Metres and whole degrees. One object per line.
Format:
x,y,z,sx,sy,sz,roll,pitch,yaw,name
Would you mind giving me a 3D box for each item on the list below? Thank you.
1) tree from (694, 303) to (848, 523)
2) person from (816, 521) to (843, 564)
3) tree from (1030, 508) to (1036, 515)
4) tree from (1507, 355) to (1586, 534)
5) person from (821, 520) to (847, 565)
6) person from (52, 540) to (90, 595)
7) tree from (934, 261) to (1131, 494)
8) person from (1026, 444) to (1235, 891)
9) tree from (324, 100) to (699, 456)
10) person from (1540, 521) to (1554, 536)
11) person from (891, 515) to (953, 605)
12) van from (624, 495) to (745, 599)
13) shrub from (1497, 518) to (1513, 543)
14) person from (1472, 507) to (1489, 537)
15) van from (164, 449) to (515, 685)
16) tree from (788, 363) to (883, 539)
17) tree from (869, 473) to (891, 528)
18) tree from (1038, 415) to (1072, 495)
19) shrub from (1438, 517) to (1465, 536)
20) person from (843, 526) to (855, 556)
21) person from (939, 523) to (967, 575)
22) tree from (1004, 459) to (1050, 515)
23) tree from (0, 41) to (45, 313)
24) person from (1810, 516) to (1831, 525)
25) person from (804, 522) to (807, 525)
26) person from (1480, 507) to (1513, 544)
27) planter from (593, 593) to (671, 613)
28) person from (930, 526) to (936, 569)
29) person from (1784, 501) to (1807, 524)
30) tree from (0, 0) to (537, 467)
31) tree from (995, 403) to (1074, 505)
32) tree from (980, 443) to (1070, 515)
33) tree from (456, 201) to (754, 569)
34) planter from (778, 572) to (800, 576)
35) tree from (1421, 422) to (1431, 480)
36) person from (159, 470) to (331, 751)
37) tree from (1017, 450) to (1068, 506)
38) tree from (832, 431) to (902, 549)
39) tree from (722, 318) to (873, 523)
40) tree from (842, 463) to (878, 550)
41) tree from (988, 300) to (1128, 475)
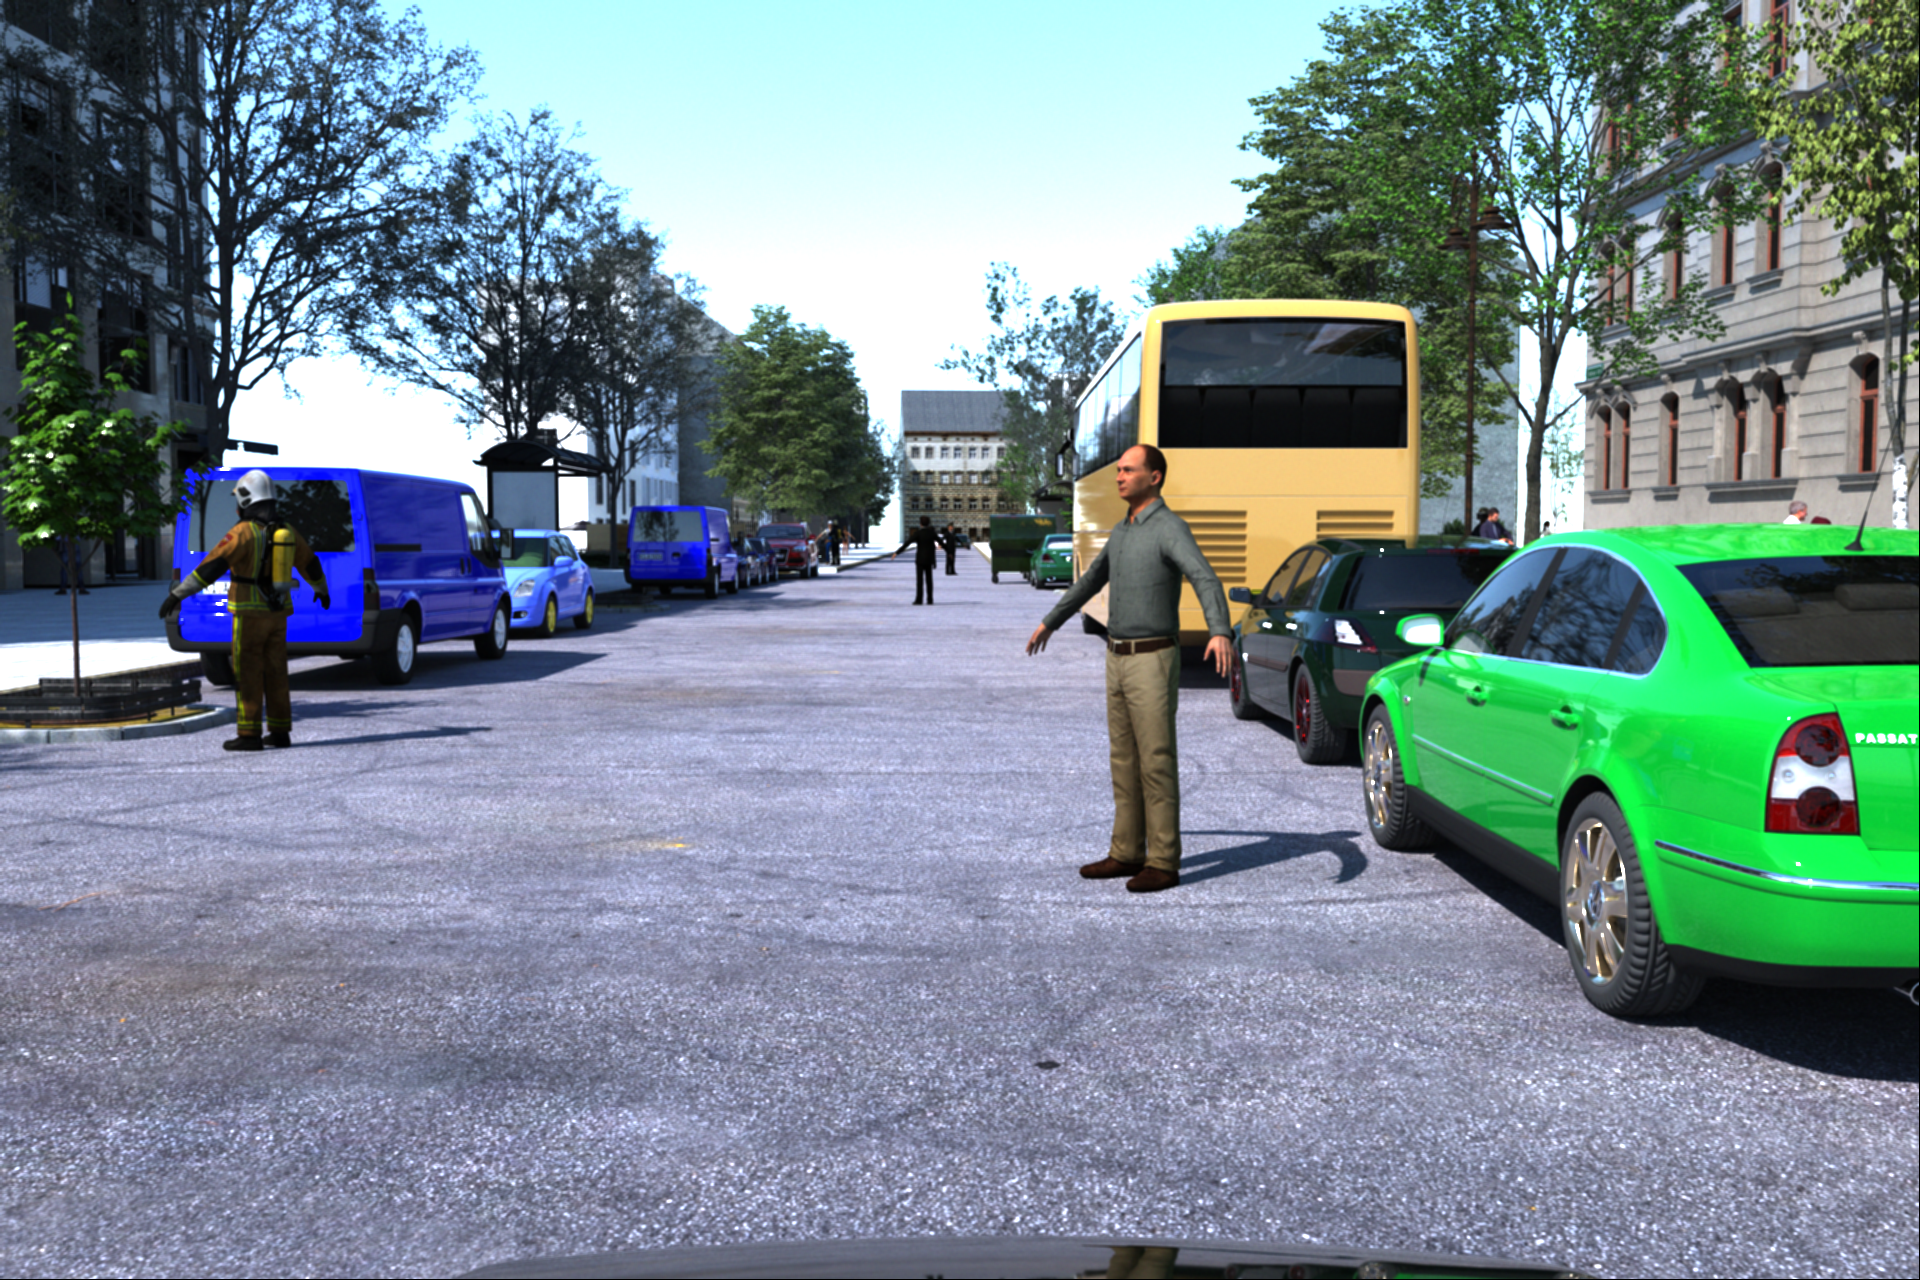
-9.265,-10.262,85.914,7.486,12.596,7.792,0,3,0,tree
-5.501,-4.141,73.565,1.347,1.847,0.705,0,4,-2,person
12.455,-19.036,261.600,4.737,8.622,4.395,0,3,0,tree
23.980,-7.341,70.393,4.360,8.622,3.978,0,3,0,tree
-5.124,-3.997,71.136,0.705,1.856,1.354,3,5,44,person
-18.844,-1.880,36.650,0.709,1.838,0.599,-3,4,-37,person
4.708,-16.260,121.746,12.611,20.169,13.585,0,3,0,tree
0.723,0.100,7.090,0.705,1.796,1.348,-2,4,-30,person
-12.606,-8.508,49.478,12.009,13.543,11.850,0,3,0,tree
19.715,-3.128,57.980,0.721,1.735,1.217,-2,4,-25,person
-0.733,-1.618,35.094,1.347,1.806,0.705,-2,4,-24,person
-6.272,-2.166,39.791,2.240,2.365,5.245,0,4,0,van
20.042,-3.752,65.382,1.661,2.075,1.752,0,3,0,shrub
11.041,-1.881,36.615,0.704,1.845,1.351,-2,4,-23,person
-6.192,-0.839,18.109,2.240,2.365,5.245,0,4,0,van
-8.951,-12.011,114.501,7.486,12.596,7.792,0,3,0,tree
-14.804,-21.664,260.857,9.857,13.997,8.962,0,3,0,tree
6.110,-9.615,107.566,4.360,8.622,3.978,0,3,0,tree
22.850,-4.639,79.885,1.661,2.075,1.752,0,3,0,shrub
-6.691,-5.812,101.825,1.217,1.733,0.721,2,4,29,person
-0.305,-3.185,60.472,0.705,1.837,1.347,3,5,44,person
6.450,-12.111,148.372,4.360,8.622,3.978,0,3,0,tree
-12.373,-4.122,17.755,4.360,8.622,3.978,0,3,0,tree
7.588,-0.378,15.397,0.989,1.438,0.599,-1,4,-13,person
-7.300,-4.611,81.366,0.705,1.833,1.349,1,4,22,person
9.912,-1.549,31.825,0.683,1.767,0.568,-2,4,-33,person
-6.479,-0.688,32.381,1.991,0.319,1.994,0,4,0,planter
-1.194,-3.770,70.823,1.216,1.740,0.721,-2,4,-32,person
10.839,-0.946,22.443,0.436,1.711,0.756,1,4,20,person
-12.239,-7.221,28.431,12.009,13.543,11.850,0,3,0,tree
6.563,-12.789,134.857,9.928,11.665,9.643,0,3,0,tree
6.403,-13.980,162.978,8.767,10.594,7.601,-2,4,-24,tree
-12.744,-9.366,63.511,12.009,13.543,11.850,0,3,0,tree
-6.465,-2.403,60.421,1.991,0.319,1.994,0,4,1,planter
17.105,-8.594,74.924,7.601,10.594,8.767,1,4,13,tree
-4.691,-0.204,11.555,0.705,1.858,1.354,2,4,27,person
6.135,-11.707,141.764,4.360,8.622,3.978,0,3,0,tree
-8.994,-13.115,148.845,8.767,10.594,7.601,0,4,5,tree
-9.606,-11.981,102.549,9.857,13.997,8.962,0,3,0,tree
-9.400,-11.776,142.902,4.360,8.622,3.978,0,3,0,tree
6.264,-11.022,90.578,12.009,13.543,11.850,0,3,0,tree
